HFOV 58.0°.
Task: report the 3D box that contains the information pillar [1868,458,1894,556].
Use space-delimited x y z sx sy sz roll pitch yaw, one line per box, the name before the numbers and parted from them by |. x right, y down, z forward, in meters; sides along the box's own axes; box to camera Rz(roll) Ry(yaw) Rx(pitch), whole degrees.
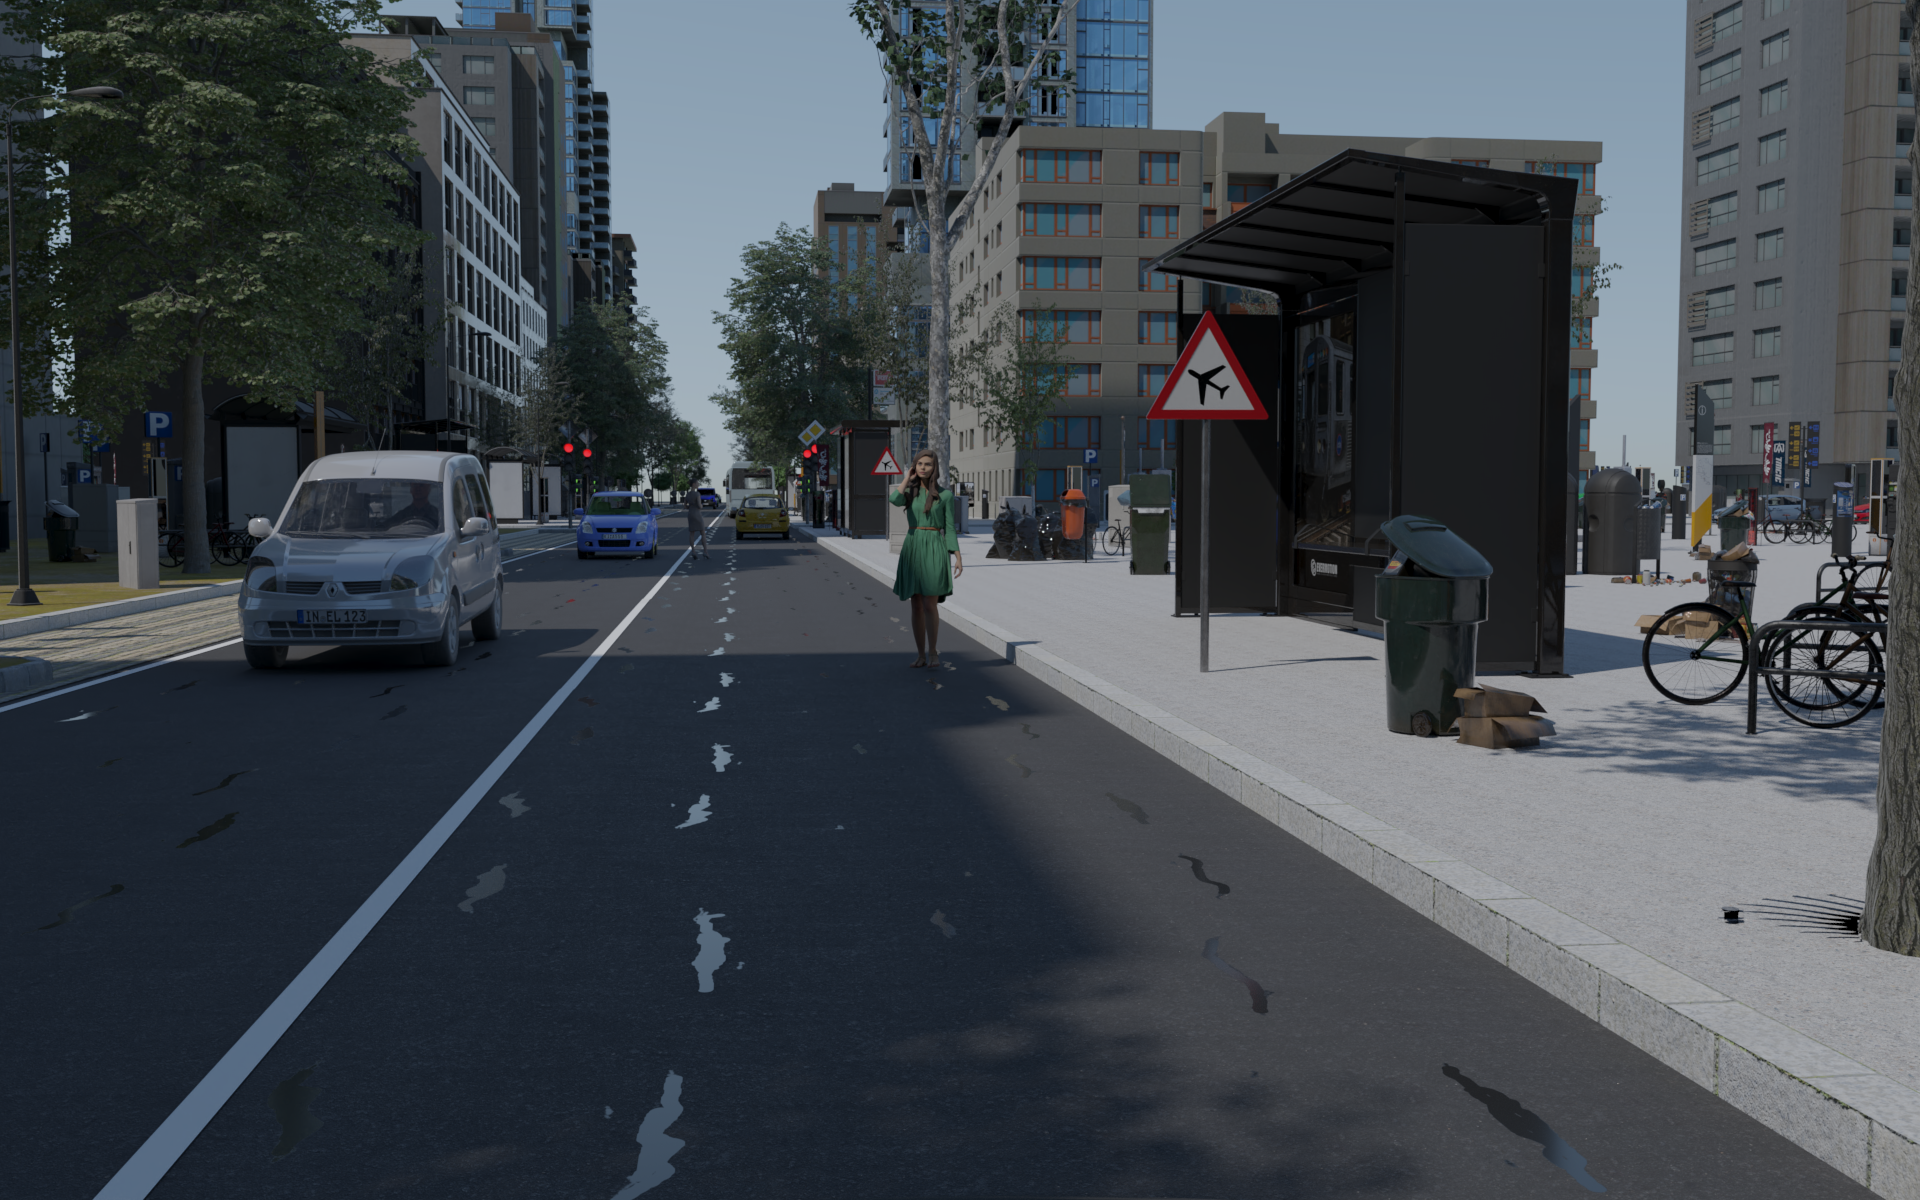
information pillar | 19.007 -1.911 35.743 0.304 2.012 0.304 -1 4 -19

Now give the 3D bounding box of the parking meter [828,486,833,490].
parking meter | -9.255 -7.223 123.806 0.255 1.863 0.399 0 4 4

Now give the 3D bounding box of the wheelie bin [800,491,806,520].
wheelie bin | -7.221 -4.583 82.846 0.980 1.594 0.693 -2 4 -35

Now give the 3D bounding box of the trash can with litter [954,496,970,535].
trash can with litter | -0.522 -2.705 55.278 2.233 1.210 1.678 -3 5 -45

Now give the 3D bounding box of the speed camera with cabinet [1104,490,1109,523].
speed camera with cabinet | 7.160 -4.936 75.038 0.660 3.252 2.038 -3 5 -44

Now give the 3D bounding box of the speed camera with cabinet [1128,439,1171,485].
speed camera with cabinet | 6.571 -4.159 62.342 2.038 3.252 0.660 1 4 9

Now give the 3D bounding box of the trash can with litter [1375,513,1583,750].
trash can with litter | 2.689 0.138 9.129 0.624 1.170 1.055 -2 4 -29

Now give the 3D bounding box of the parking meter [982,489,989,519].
parking meter | 1.308 -4.941 89.191 0.372 1.533 0.369 0 3 0

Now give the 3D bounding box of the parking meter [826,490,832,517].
parking meter | -7.477 -5.530 98.824 0.372 1.533 0.369 0 3 0

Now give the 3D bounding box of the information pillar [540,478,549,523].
information pillar | -18.513 -4.439 77.075 0.304 2.012 0.304 2 4 25

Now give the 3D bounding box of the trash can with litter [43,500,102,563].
trash can with litter | -16.730 -1.303 32.698 1.055 1.170 0.624 1 4 13

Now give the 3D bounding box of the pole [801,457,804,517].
pole | -8.640 -6.196 95.154 0.158 3.312 0.155 0 3 0

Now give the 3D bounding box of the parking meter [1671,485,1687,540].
parking meter | 20.344 -2.482 48.989 0.372 1.533 0.369 0 3 0

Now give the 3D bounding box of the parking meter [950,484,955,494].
parking meter | -0.504 -5.833 101.082 0.399 1.863 0.255 2 4 31

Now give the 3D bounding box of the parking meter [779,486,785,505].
parking meter | -12.644 -7.180 123.096 0.399 1.863 0.255 3 5 39

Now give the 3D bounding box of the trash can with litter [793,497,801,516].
trash can with litter | -8.889 -5.522 101.342 2.233 1.210 1.678 0 4 2

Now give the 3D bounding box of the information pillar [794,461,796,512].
information pillar | -11.516 -7.912 120.721 0.183 3.616 0.504 0 4 1

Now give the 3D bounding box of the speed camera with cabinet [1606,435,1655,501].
speed camera with cabinet | 22.645 -3.923 58.475 2.038 3.252 0.660 -2 4 -35

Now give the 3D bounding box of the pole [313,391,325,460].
pole | -12.732 -2.485 34.468 0.158 3.312 0.155 0 3 0

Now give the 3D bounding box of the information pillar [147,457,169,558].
information pillar | -16.144 -1.859 34.884 0.304 2.012 0.304 -3 4 -37

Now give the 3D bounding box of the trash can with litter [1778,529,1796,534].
trash can with litter | 26.228 -2.777 56.458 1.678 1.210 2.233 -1 4 -16

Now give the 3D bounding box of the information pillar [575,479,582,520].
information pillar | -19.017 -5.003 86.285 0.304 2.012 0.304 -1 4 -18

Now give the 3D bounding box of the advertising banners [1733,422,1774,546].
advertising banners | 19.657 -2.858 42.919 0.090 3.025 2.074 0 4 1

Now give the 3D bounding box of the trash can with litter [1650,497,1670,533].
trash can with litter | 23.057 -2.795 57.080 0.624 1.170 1.055 2 4 23

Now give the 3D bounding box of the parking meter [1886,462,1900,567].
parking meter | 15.752 -1.423 28.980 0.399 1.863 0.255 -1 4 -12

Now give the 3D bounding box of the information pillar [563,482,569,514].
information pillar | -23.159 -5.959 101.928 0.304 2.012 0.304 -2 4 -33

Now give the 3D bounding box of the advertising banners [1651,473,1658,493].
advertising banners | 57.790 -8.998 143.304 2.074 3.025 0.090 -2 4 -31

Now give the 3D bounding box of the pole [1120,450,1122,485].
pole | 7.494 -5.270 80.014 0.158 3.312 0.155 0 3 0

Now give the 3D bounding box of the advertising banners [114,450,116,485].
advertising banners | -34.165 -4.520 70.089 0.090 3.025 2.074 -2 4 -25

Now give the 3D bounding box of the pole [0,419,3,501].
pole | -25.137 -3.146 45.283 0.158 3.312 0.155 0 3 0

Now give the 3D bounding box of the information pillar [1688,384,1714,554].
information pillar | 15.820 -2.786 36.913 0.504 3.616 0.183 -1 4 -22

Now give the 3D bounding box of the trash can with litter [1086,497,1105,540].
trash can with litter | 3.386 -2.297 48.621 1.678 1.210 2.233 -2 4 -24

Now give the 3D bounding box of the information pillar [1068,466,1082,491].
information pillar | 3.004 -2.498 45.326 0.304 2.012 0.304 -1 4 -17

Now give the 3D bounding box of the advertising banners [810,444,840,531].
advertising banners | -4.556 -4.182 64.563 2.074 3.025 0.090 -1 4 -14

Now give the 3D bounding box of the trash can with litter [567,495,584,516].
trash can with litter | -22.631 -5.462 100.357 1.678 1.210 2.233 0 4 3

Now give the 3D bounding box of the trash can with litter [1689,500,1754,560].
trash can with litter | 14.710 -1.349 33.448 1.055 1.170 0.624 0 4 6

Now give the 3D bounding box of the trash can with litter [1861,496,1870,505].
trash can with litter | 54.182 -5.789 105.714 1.678 1.210 2.233 -1 4 -17

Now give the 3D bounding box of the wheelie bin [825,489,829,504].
wheelie bin | -7.868 -5.882 104.083 0.693 1.594 0.980 -1 4 -10

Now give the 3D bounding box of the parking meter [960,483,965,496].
parking meter | 0.124 -5.032 87.976 0.255 1.863 0.399 0 4 -4

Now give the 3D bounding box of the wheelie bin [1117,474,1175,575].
wheelie bin | 2.991 -1.206 27.623 0.980 1.594 0.693 0 4 2

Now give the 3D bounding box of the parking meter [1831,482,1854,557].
parking meter | 17.984 -1.644 35.294 0.372 1.533 0.369 0 3 0

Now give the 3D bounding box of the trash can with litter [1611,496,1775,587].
trash can with litter | 10.257 -0.851 24.964 2.233 1.210 1.678 -2 4 -29

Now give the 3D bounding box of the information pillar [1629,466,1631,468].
information pillar | 54.527 -9.179 141.435 0.504 3.616 0.183 0 4 5

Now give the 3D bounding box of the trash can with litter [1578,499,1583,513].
trash can with litter | 22.586 -3.165 63.127 1.055 1.170 0.624 -1 4 -17

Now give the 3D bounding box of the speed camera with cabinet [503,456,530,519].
speed camera with cabinet | -22.665 -5.737 88.144 2.038 3.252 0.660 3 5 43

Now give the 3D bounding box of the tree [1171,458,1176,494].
tree | 10.356 -5.284 80.987 1.663 3.219 1.824 0 3 0

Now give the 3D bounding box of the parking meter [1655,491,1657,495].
parking meter | 58.711 -8.442 146.438 0.372 1.533 0.369 0 3 0

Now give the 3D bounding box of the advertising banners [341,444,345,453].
advertising banners | -21.815 -3.954 60.828 0.090 3.025 2.074 -2 4 -30

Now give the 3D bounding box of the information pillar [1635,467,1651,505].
information pillar | 18.756 -2.638 47.620 0.304 2.012 0.304 -1 4 -16
